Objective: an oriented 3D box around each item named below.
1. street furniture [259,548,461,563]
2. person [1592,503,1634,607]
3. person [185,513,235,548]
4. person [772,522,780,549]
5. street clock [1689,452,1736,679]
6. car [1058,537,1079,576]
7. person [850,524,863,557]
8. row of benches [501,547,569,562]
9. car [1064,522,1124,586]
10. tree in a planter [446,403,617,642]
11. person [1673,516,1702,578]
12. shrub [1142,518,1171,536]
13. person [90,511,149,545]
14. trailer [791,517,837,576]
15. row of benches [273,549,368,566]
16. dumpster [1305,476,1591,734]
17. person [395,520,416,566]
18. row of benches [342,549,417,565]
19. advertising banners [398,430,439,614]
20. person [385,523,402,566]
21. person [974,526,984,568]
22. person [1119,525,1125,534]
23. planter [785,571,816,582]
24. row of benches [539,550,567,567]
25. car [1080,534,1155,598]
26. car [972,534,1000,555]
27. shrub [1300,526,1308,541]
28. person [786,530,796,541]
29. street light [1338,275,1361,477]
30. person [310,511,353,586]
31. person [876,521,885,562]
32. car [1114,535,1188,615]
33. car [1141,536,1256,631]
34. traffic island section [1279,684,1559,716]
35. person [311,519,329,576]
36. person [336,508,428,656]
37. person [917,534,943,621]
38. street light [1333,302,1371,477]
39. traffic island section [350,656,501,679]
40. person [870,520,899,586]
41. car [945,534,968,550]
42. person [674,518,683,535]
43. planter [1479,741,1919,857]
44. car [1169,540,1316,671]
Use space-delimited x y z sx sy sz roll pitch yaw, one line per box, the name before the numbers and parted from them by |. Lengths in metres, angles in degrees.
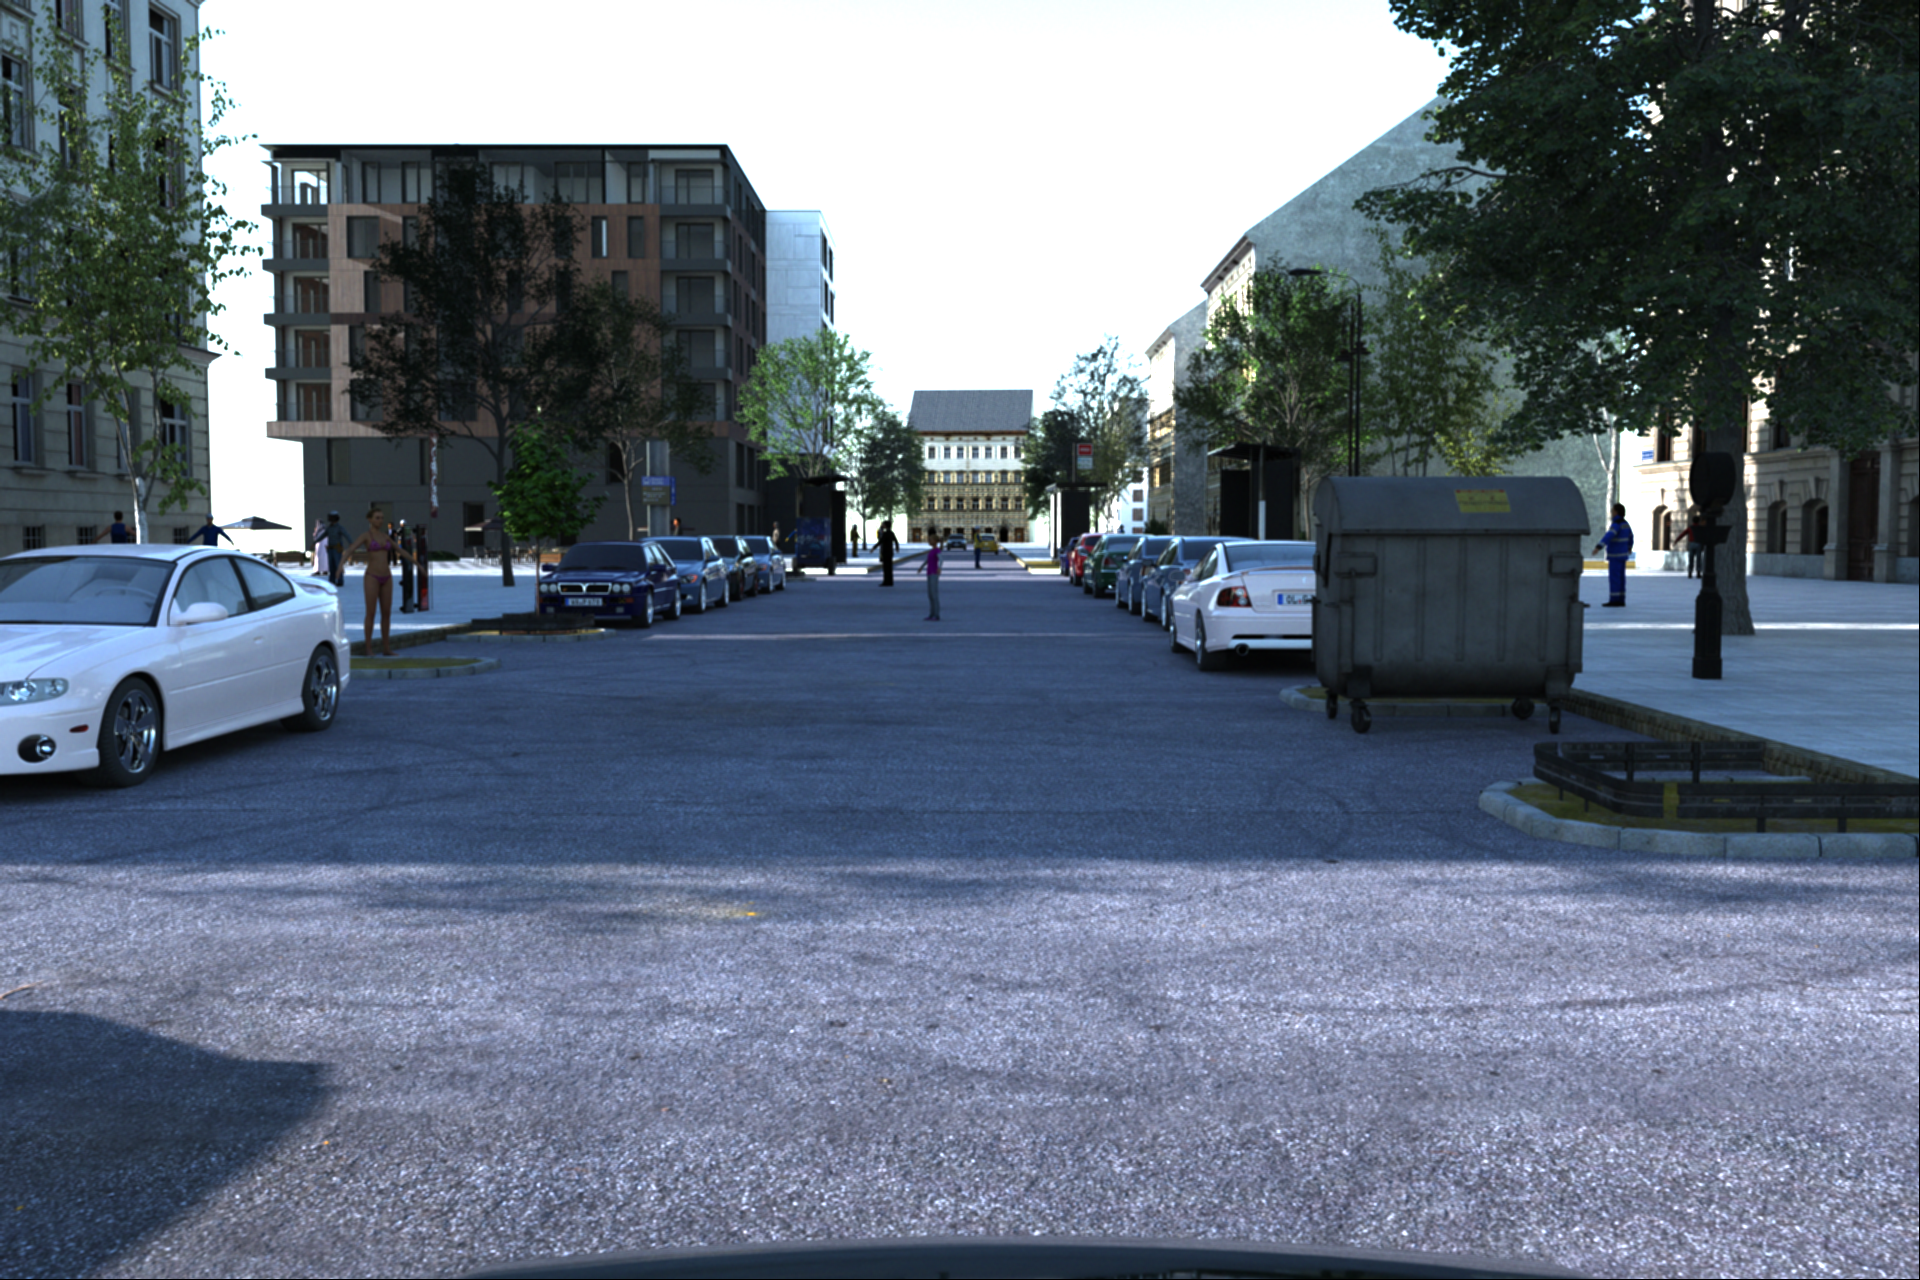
street furniture | -27.368 -3.974 80.601 5.734 0.657 10.072 3 5 40
person | 11.594 -1.507 30.611 1.345 1.831 0.704 -3 5 -43
person | -20.238 -2.500 46.763 1.347 1.842 0.705 0 4 -6
person | -8.198 -4.344 77.157 0.705 1.813 1.348 -1 4 -16
street clock | 6.635 -0.658 15.326 0.358 2.002 0.471 0 4 1
car | 4.377 -2.890 59.831 1.945 1.354 3.894 0 4 1
person | -5.787 -5.509 95.839 0.705 1.858 1.354 -2 4 -29
row of benches | -19.858 -4.034 81.424 1.422 0.672 4.104 3 4 37
car | 4.041 -2.442 48.975 2.155 1.783 4.494 0 4 1
tree in a planter | -5.826 -1.628 23.841 1.991 3.239 1.994 0 4 0
person | 21.305 -2.693 50.140 1.345 1.816 0.704 3 5 40
shrub | 8.431 -4.313 74.929 1.690 2.028 1.600 0 3 0
person | -19.219 -2.046 39.613 1.345 1.807 0.704 -1 4 -19
trailer | -5.050 -3.193 59.257 1.471 1.999 3.904 0 4 0
row of benches | -25.426 -3.320 69.752 4.104 0.672 1.422 -2 4 -28
dumpster | 3.589 -0.287 12.905 1.865 1.857 1.264 0 4 1
person | -22.600 -3.944 70.342 0.705 1.847 1.347 3 5 41
row of benches | -24.322 -3.511 72.872 4.104 0.672 1.422 1 4 16
advertising banners | -8.958 -1.994 28.784 0.090 3.025 2.074 0 4 1
person | -22.639 -3.800 68.852 1.216 1.740 0.721 0 4 2
person | 0.830 -3.891 72.541 0.721 1.772 1.216 -1 4 -10
person | 8.977 -5.539 96.693 0.704 1.817 1.347 -1 4 -14
planter | -5.415 -1.925 52.609 1.991 0.319 1.994 0 4 2
row of benches | -14.356 -3.096 66.077 4.104 0.672 1.422 1 4 20
car | 3.881 -1.731 40.100 2.131 1.459 4.920 0 4 0
car | 1.835 -6.815 121.644 2.015 1.641 3.980 0 4 1
shrub | 14.417 -4.395 75.901 1.661 2.075 1.752 0 3 0
person | -8.170 -5.022 88.076 1.349 1.833 0.705 -1 4 -15
street light | 7.520 -3.539 30.402 1.470 5.913 1.316 0 4 1
person | -15.359 -2.242 42.490 1.345 1.849 0.704 2 4 24
person | -3.505 -4.461 78.715 0.705 1.856 1.354 -1 4 -18
car | 3.884 -1.221 31.973 2.014 1.417 4.499 0 4 0
car | 3.862 -0.907 26.834 2.014 1.417 4.499 0 4 0
traffic island section | 3.753 0.504 14.621 1.991 0.108 1.994 0 4 2
person | -19.821 -2.874 53.696 0.621 1.740 0.551 -1 4 -21
person | -6.734 -0.667 20.160 0.721 1.733 1.217 3 4 37
person | -0.496 -1.035 28.647 0.599 1.433 0.991 -1 4 -21
street light | 7.820 -3.786 34.693 0.468 5.910 1.993 0 4 1
traffic island section | -5.930 0.290 18.122 1.991 0.108 1.994 0 4 2
person | -2.012 -2.380 47.553 0.705 1.806 1.347 2 4 31
car | -0.287 -8.781 153.358 2.009 1.686 4.222 0 4 0
person | -9.397 -3.151 57.581 0.705 1.821 1.348 0 4 -3
planter | 3.705 0.763 8.669 1.991 0.319 1.994 0 4 0
car | 3.443 -0.433 19.444 2.083 1.381 4.827 0 4 1
